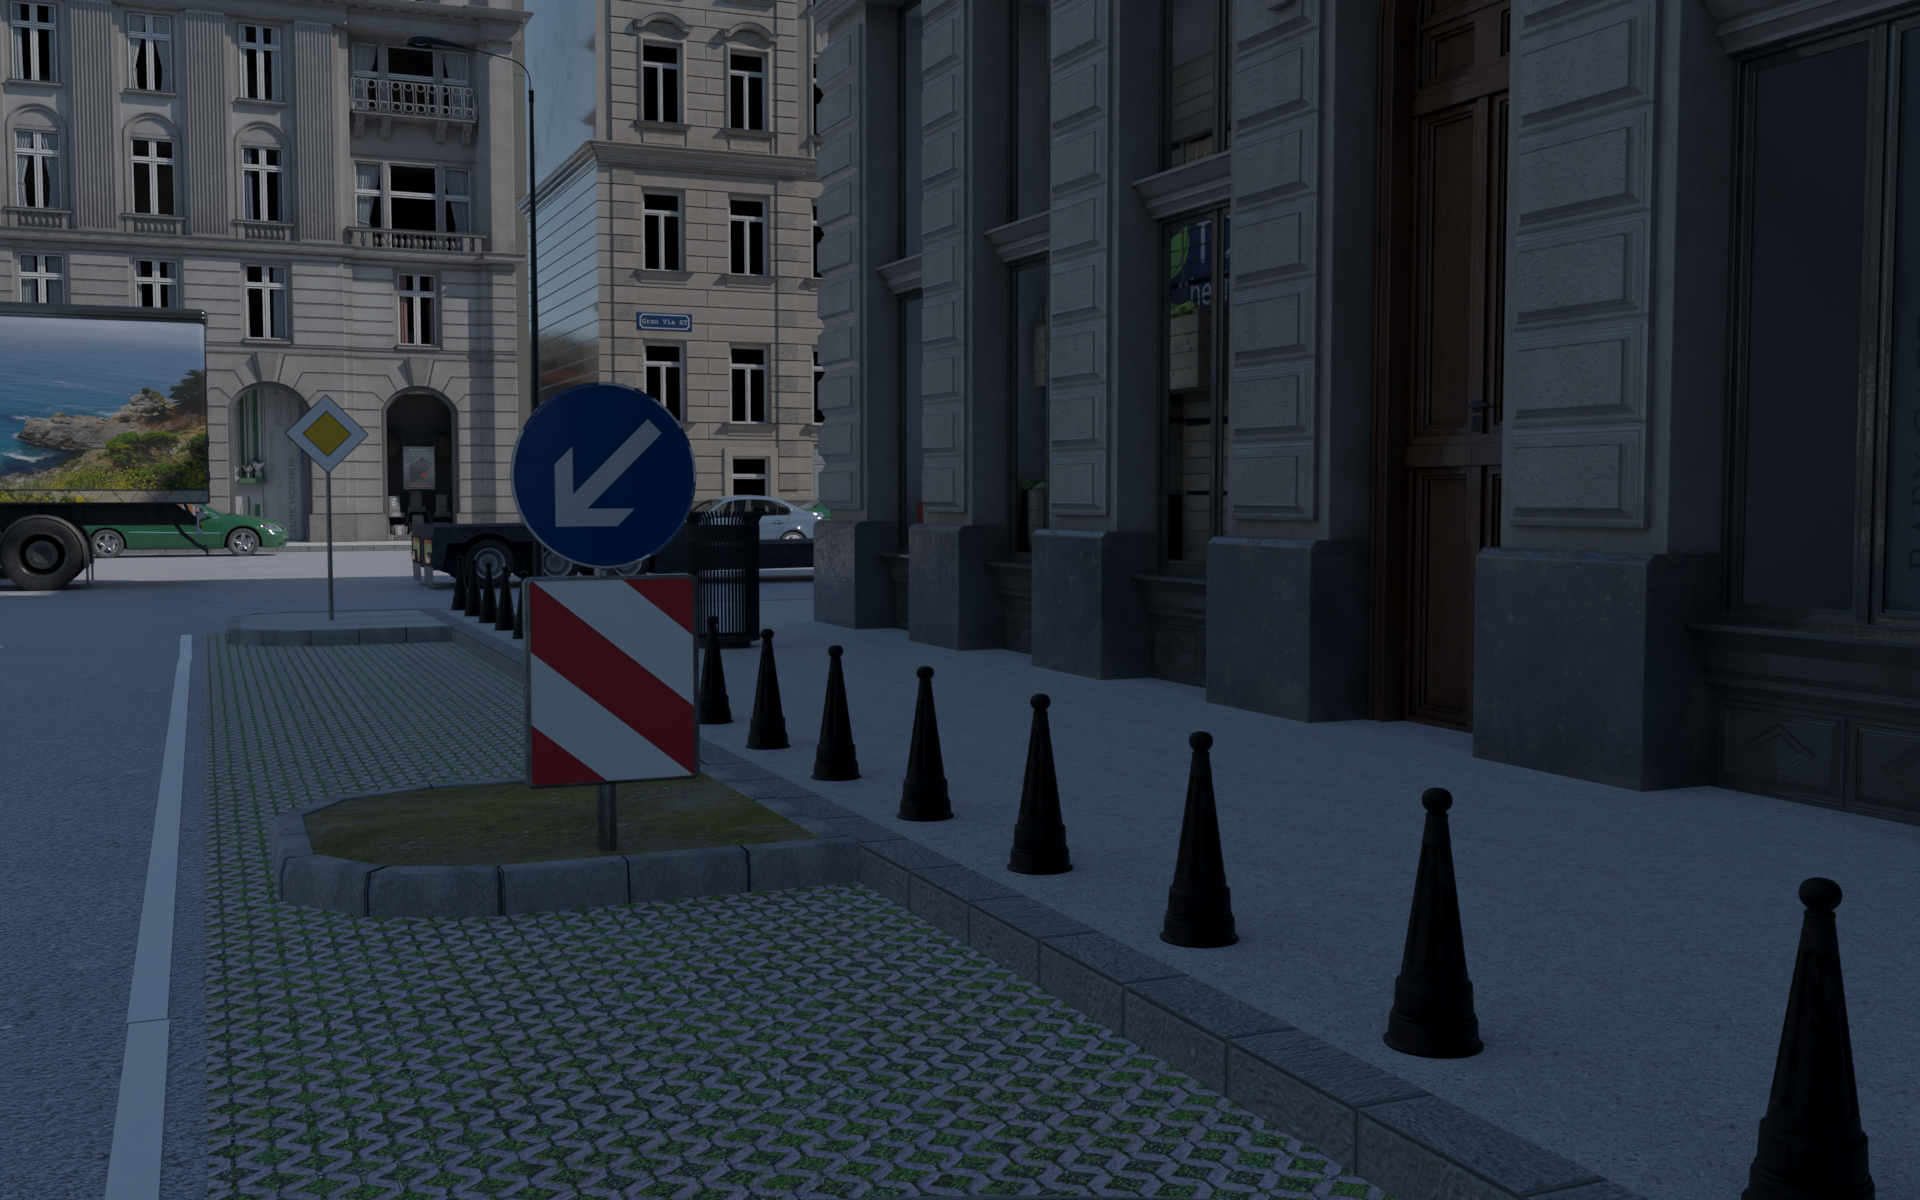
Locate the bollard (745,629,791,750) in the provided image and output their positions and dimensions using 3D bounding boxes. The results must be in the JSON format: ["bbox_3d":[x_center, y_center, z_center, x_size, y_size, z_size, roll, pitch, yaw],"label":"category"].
[{"bbox_3d":[-0.975,0.445,8.772,0.229,0.601,0.229,0,3,0],"label":"bollard"}]

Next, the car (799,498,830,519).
[{"bbox_3d":[-2.389,-2.011,44.675,4.920,1.459,2.131,-1,4,-23],"label":"car"}]

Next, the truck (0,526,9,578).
[{"bbox_3d":[-24.283,-2.256,26.652,18.799,4.110,2.967,-2,4,-24],"label":"truck"}]

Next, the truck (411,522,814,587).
[{"bbox_3d":[0.201,-2.495,30.558,18.799,4.110,2.967,-2,4,-24],"label":"truck"}]

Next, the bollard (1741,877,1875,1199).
[{"bbox_3d":[1.524,0.793,3.083,0.229,0.601,0.229,0,3,0],"label":"bollard"}]

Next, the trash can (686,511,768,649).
[{"bbox_3d":[-1.985,-0.176,14.526,0.748,1.137,0.748,0,3,0],"label":"trash can"}]

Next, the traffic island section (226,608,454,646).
[{"bbox_3d":[-6.379,0.284,17.638,2.009,0.180,2.903,-2,4,-24],"label":"traffic island section"}]

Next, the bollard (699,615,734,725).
[{"bbox_3d":[-1.388,0.386,9.723,0.229,0.601,0.229,0,3,0],"label":"bollard"}]

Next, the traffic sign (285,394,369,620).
[{"bbox_3d":[-6.398,-0.851,17.552,0.795,2.450,0.064,-2,4,-24],"label":"traffic sign"}]

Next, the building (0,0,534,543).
[{"bbox_3d":[-25.104,-12.611,47.989,24.055,21.916,13.314,-2,4,-24],"label":"building"}]

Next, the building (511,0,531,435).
[{"bbox_3d":[-44.817,-31.498,138.696,21.300,48.544,21.600,-2,4,-24],"label":"building"}]

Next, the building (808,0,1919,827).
[{"bbox_3d":[6.608,-11.094,10.265,11.050,23.489,19.941,-2,4,-24],"label":"building"}]

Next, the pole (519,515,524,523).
[{"bbox_3d":[-19.264,-5.019,75.909,0.158,3.312,0.155,0,3,0],"label":"pole"}]

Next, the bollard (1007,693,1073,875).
[{"bbox_3d":[0.274,0.619,5.921,0.229,0.601,0.229,0,3,0],"label":"bollard"}]

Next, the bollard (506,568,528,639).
[{"bbox_3d":[-3.871,0.040,15.388,0.229,0.601,0.229,0,3,0],"label":"bollard"}]

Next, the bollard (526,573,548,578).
[{"bbox_3d":[-3.455,0.098,14.445,0.229,0.601,0.229,0,3,0],"label":"bollard"}]

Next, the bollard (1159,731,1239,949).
[{"bbox_3d":[0.691,0.676,4.982,0.229,0.601,0.229,0,3,0],"label":"bollard"}]

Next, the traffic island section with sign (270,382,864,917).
[{"bbox_3d":[-1.654,0.110,6.824,1.989,1.847,2.006,-2,4,-24],"label":"traffic island section with sign"}]

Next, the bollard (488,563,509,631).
[{"bbox_3d":[-4.286,-0.018,16.339,0.229,0.601,0.229,0,3,0],"label":"bollard"}]

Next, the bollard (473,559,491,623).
[{"bbox_3d":[-4.699,-0.076,17.280,0.229,0.601,0.229,0,3,0],"label":"bollard"}]

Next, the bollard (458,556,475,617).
[{"bbox_3d":[-5.112,-0.133,18.220,0.229,0.601,0.229,0,3,0],"label":"bollard"}]

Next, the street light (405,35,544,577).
[{"bbox_3d":[-4.948,-2.775,17.914,1.470,5.913,1.316,-2,4,-24],"label":"street light"}]

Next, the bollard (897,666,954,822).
[{"bbox_3d":[-0.137,0.561,6.868,0.229,0.601,0.229,0,3,0],"label":"bollard"}]

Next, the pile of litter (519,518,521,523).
[{"bbox_3d":[-18.714,-3.535,71.768,1.719,0.858,1.176,-1,4,-20],"label":"pile of litter"}]

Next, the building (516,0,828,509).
[{"bbox_3d":[-1.412,-15.978,58.497,25.104,27.353,12.463,-2,4,-24],"label":"building"}]

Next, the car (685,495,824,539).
[{"bbox_3d":[-5.148,-1.593,38.043,4.499,1.417,2.014,-2,4,-25],"label":"car"}]

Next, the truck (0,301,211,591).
[{"bbox_3d":[-17.009,-2.214,25.113,11.283,4.237,2.839,-2,4,-24],"label":"truck"}]

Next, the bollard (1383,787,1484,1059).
[{"bbox_3d":[1.104,0.735,4.025,0.229,0.601,0.229,0,3,0],"label":"bollard"}]

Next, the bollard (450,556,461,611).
[{"bbox_3d":[-5.524,-0.191,19.161,0.229,0.601,0.229,0,3,0],"label":"bollard"}]

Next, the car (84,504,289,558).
[{"bbox_3d":[-18.093,-1.717,39.866,4.920,1.459,2.131,-2,4,-24],"label":"car"}]

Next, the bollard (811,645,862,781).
[{"bbox_3d":[-0.560,0.503,7.825,0.229,0.601,0.229,0,3,0],"label":"bollard"}]
